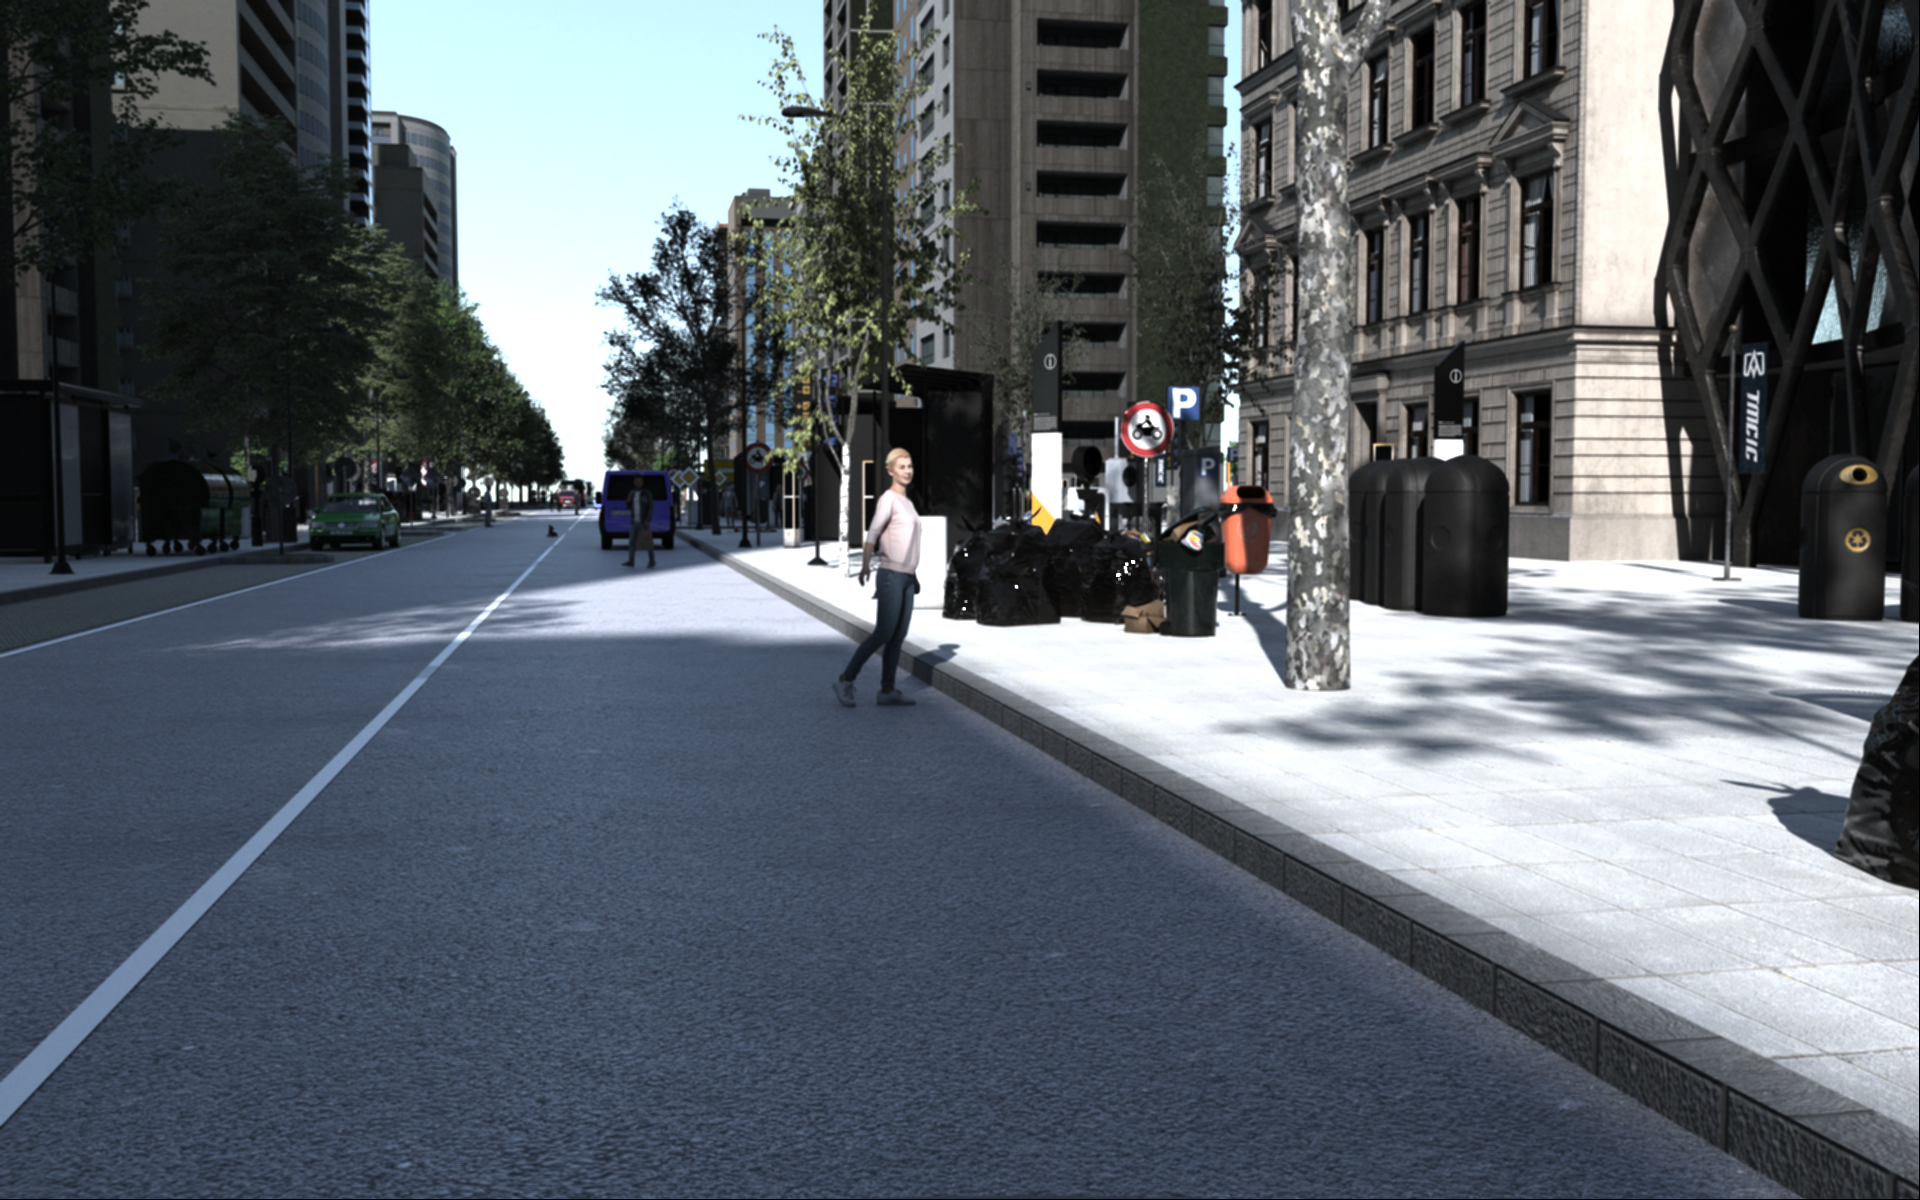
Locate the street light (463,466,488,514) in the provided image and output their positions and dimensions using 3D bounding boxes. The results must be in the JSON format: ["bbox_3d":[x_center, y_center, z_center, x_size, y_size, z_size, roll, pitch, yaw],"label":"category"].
[{"bbox_3d":[-30.769,-8.364,109.298,1.470,5.913,1.316,-1,4,-12],"label":"street light"}]

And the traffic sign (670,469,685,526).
[{"bbox_3d":[-11.286,-4.047,69.803,0.795,2.450,0.064,-1,4,-12],"label":"traffic sign"}]

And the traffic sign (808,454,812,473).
[{"bbox_3d":[-4.063,-3.094,50.690,0.768,2.556,0.104,0,4,-5],"label":"traffic sign"}]

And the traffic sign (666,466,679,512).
[{"bbox_3d":[-13.222,-4.889,80.048,0.768,2.556,0.104,0,4,-2],"label":"traffic sign"}]

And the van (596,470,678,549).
[{"bbox_3d":[-8.695,-2.583,46.620,2.240,2.365,5.245,-1,4,-11],"label":"van"}]

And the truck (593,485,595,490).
[{"bbox_3d":[-63.075,-18.032,290.752,3.469,3.379,9.791,-1,4,-12],"label":"truck"}]

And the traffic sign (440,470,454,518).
[{"bbox_3d":[-27.574,-5.688,93.097,0.768,2.556,0.104,-1,4,-10],"label":"traffic sign"}]

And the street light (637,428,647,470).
[{"bbox_3d":[-17.947,-7.877,101.322,1.470,5.913,1.316,-1,4,-12],"label":"street light"}]

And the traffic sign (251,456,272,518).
[{"bbox_3d":[-18.913,-2.734,46.828,0.606,2.300,0.079,0,4,-3],"label":"traffic sign"}]

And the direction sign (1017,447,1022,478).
[{"bbox_3d":[2.662,-5.630,84.052,0.876,3.537,0.379,-2,4,-26],"label":"direction sign"}]

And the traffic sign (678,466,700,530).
[{"bbox_3d":[-9.682,-3.568,61.981,0.795,2.450,0.064,-1,4,-12],"label":"traffic sign"}]

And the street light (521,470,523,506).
[{"bbox_3d":[-41.626,-11.645,162.944,1.470,5.913,1.316,-1,4,-12],"label":"street light"}]

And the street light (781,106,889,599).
[{"bbox_3d":[-1.448,-2.964,21.003,1.470,5.913,1.316,-1,4,-12],"label":"street light"}]

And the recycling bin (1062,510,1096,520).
[{"bbox_3d":[1.683,-0.874,26.838,0.722,1.027,0.722,0,4,-7],"label":"recycling bin"}]

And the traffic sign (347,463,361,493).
[{"bbox_3d":[-23.909,-4.153,68.002,0.768,2.556,0.104,0,4,-6],"label":"traffic sign"}]

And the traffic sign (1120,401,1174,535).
[{"bbox_3d":[2.561,-1.454,23.874,0.768,2.556,0.104,-1,4,-11],"label":"traffic sign"}]

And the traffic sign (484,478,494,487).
[{"bbox_3d":[-36.771,-8.263,135.199,0.768,2.556,0.104,-1,4,-9],"label":"traffic sign"}]

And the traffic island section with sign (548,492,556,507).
[{"bbox_3d":[-46.201,-11.240,192.402,1.989,1.847,2.006,-1,4,-12],"label":"traffic island section with sign"}]

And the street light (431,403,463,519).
[{"bbox_3d":[-26.451,-7.108,88.759,1.470,5.913,1.316,-1,4,-12],"label":"street light"}]

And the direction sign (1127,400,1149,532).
[{"bbox_3d":[4.337,-3.077,42.313,0.379,3.537,0.876,-2,4,-29],"label":"direction sign"}]

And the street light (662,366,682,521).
[{"bbox_3d":[-9.880,-5.465,61.892,1.470,5.913,1.316,-1,4,-12],"label":"street light"}]

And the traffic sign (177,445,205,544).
[{"bbox_3d":[-19.773,-2.724,44.644,0.768,2.556,0.104,-1,4,-9],"label":"traffic sign"}]

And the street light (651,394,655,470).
[{"bbox_3d":[-13.727,-6.627,80.885,1.470,5.913,1.316,-1,4,-12],"label":"street light"}]

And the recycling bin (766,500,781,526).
[{"bbox_3d":[-7.460,-3.556,70.693,0.722,1.027,0.722,1,4,17],"label":"recycling bin"}]

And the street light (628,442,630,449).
[{"bbox_3d":[-26.406,-10.409,142.725,1.470,5.913,1.316,-1,4,-12],"label":"street light"}]

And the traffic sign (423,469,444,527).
[{"bbox_3d":[-20.641,-3.931,67.912,0.795,2.450,0.064,-1,4,-12],"label":"traffic sign"}]

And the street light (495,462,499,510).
[{"bbox_3d":[-34.869,-9.616,129.760,1.470,5.913,1.316,-1,4,-12],"label":"street light"}]

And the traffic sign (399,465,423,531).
[{"bbox_3d":[-19.036,-3.452,60.090,0.795,2.450,0.064,-1,4,-12],"label":"traffic sign"}]

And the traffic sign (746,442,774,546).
[{"bbox_3d":[-4.984,-2.609,42.766,0.768,2.556,0.104,-1,4,-11],"label":"traffic sign"}]

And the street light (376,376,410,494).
[{"bbox_3d":[-22.229,-5.831,67.883,1.470,5.913,1.316,-1,4,-12],"label":"street light"}]

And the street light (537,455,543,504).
[{"bbox_3d":[-49.998,-14.146,203.832,1.470,5.913,1.316,-1,4,-12],"label":"street light"}]

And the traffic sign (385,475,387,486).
[{"bbox_3d":[-30.556,-5.560,93.041,0.606,2.300,0.079,-1,4,-9],"label":"traffic sign"}]

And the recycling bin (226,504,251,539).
[{"bbox_3d":[-20.726,-2.263,49.555,0.722,1.027,0.722,-1,4,-14],"label":"recycling bin"}]

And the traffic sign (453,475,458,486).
[{"bbox_3d":[-33.843,-7.054,115.443,0.768,2.556,0.104,-1,4,-10],"label":"traffic sign"}]

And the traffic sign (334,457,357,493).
[{"bbox_3d":[-21.121,-3.635,59.538,0.768,2.556,0.104,0,4,-4],"label":"traffic sign"}]

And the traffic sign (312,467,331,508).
[{"bbox_3d":[-30.567,-5.074,82.962,0.884,2.594,0.081,0,4,-4],"label":"traffic sign"}]

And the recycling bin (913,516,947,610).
[{"bbox_3d":[-0.524,-0.426,19.515,0.722,1.027,0.722,0,4,-4],"label":"recycling bin"}]

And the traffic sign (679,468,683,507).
[{"bbox_3d":[-13.842,-5.209,85.269,0.768,2.556,0.104,0,4,-4],"label":"traffic sign"}]

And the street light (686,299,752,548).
[{"bbox_3d":[-5.710,-4.213,41.432,1.470,5.913,1.316,-1,4,-12],"label":"street light"}]

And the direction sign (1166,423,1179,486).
[{"bbox_3d":[6.816,-3.892,55.623,0.379,3.537,0.876,-1,4,-17],"label":"direction sign"}]

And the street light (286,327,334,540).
[{"bbox_3d":[-18.087,-4.626,48.180,1.470,5.913,1.316,-1,4,-12],"label":"street light"}]

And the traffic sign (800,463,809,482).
[{"bbox_3d":[-6.619,-4.363,71.449,0.768,2.556,0.104,0,4,-3],"label":"traffic sign"}]

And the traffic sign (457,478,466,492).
[{"bbox_3d":[-40.487,-8.597,140.668,0.768,2.556,0.104,0,4,-4],"label":"traffic sign"}]

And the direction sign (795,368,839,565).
[{"bbox_3d":[-2.586,-2.407,31.344,0.876,3.537,0.379,1,4,22],"label":"direction sign"}]

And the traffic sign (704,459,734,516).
[{"bbox_3d":[-13.830,-6.572,101.317,2.265,3.308,0.079,0,4,-3],"label":"traffic sign"}]

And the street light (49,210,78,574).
[{"bbox_3d":[-13.892,-3.376,27.738,1.470,5.913,1.316,-1,4,-12],"label":"street light"}]

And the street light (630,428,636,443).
[{"bbox_3d":[-22.308,-9.153,122.195,1.470,5.913,1.316,-1,4,-12],"label":"street light"}]

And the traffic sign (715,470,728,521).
[{"bbox_3d":[-11.589,-5.028,83.397,0.795,2.450,0.064,-1,4,-8],"label":"traffic sign"}]

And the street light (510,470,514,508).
[{"bbox_3d":[-37.561,-10.390,142.416,1.470,5.913,1.316,-1,4,-12],"label":"street light"}]

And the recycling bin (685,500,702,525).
[{"bbox_3d":[-11.047,-3.651,72.242,0.722,1.027,0.722,-1,4,-17],"label":"recycling bin"}]
